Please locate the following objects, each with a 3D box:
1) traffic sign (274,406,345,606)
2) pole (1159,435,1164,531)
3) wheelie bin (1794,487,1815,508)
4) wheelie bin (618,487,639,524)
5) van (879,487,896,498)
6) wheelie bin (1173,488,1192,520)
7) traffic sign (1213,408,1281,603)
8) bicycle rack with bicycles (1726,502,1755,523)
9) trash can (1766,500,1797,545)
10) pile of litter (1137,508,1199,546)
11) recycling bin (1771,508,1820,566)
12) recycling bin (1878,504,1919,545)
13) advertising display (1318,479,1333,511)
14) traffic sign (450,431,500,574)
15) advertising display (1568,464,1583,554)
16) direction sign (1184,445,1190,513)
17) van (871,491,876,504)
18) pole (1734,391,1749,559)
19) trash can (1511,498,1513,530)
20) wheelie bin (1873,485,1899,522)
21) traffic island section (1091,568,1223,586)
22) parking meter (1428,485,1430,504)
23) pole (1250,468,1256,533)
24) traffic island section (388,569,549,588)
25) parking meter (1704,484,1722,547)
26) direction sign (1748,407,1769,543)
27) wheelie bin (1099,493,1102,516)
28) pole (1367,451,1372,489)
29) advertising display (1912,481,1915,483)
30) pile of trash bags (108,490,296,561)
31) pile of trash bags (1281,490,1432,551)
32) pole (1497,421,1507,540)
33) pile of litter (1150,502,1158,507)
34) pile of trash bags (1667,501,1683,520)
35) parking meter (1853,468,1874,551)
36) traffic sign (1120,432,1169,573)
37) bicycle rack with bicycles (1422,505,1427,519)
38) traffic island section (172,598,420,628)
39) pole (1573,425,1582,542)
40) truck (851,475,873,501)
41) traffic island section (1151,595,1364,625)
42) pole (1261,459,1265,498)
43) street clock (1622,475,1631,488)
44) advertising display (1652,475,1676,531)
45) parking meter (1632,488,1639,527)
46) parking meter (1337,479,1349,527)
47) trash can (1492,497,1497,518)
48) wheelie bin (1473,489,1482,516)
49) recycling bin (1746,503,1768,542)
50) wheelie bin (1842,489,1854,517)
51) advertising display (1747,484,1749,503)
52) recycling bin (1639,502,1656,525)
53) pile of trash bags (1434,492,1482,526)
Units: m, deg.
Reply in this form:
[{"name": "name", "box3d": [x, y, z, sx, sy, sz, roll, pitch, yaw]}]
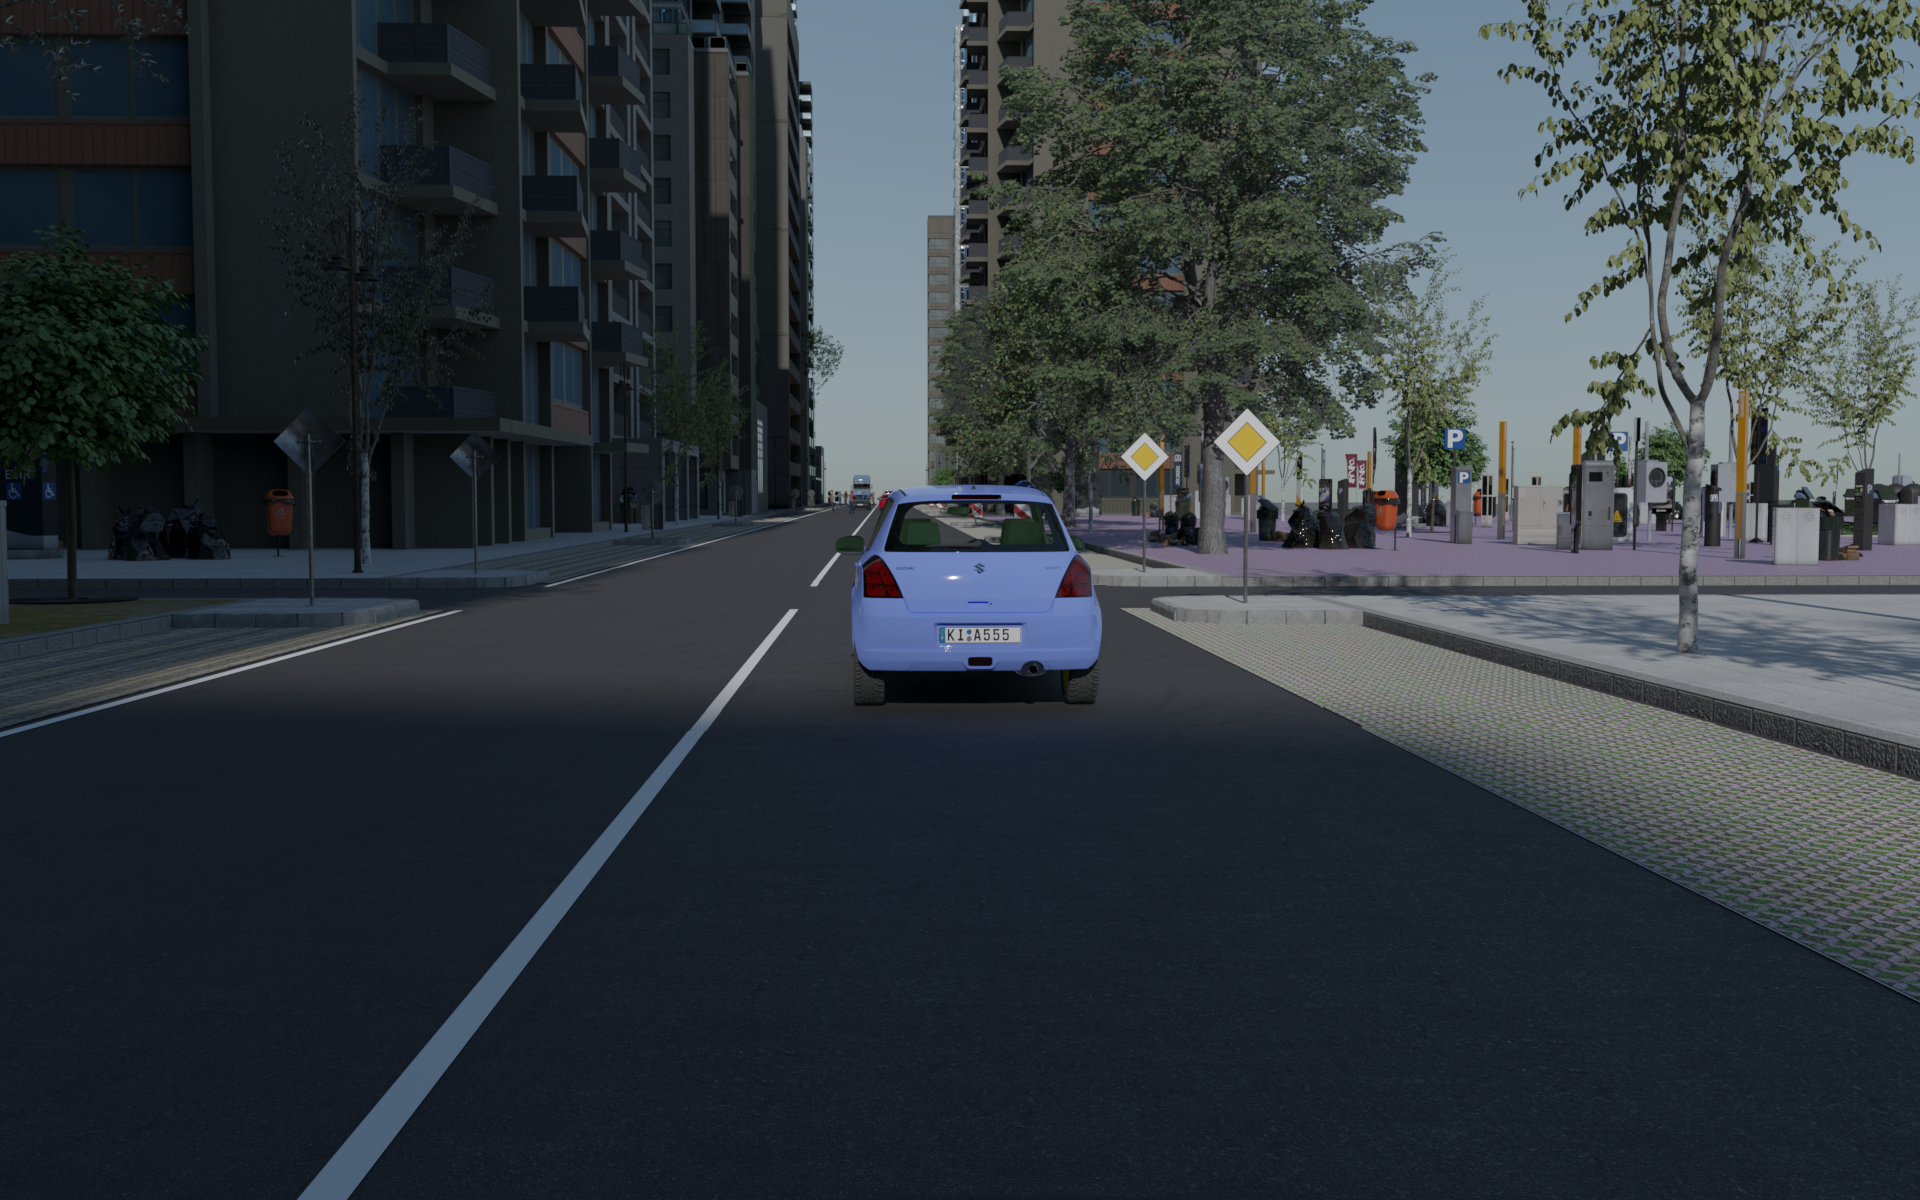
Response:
[{"name": "traffic sign", "box3d": [-7.441, -0.990, 19.831, 0.795, 2.450, 0.064, 0, 4, -2]}, {"name": "pole", "box3d": [6.927, -4.017, 59.528, 0.158, 3.312, 0.155, 0, 3, 0]}, {"name": "wheelie bin", "box3d": [35.828, -4.015, 73.550, 0.693, 1.594, 0.980, 3, 5, 44]}, {"name": "wheelie bin", "box3d": [-14.307, -4.101, 74.965, 0.693, 1.594, 0.980, 2, 4, 24]}, {"name": "van", "box3d": [-6.143, -8.936, 153.116, 2.013, 2.044, 4.112, 0, 4, -3]}, {"name": "wheelie bin", "box3d": [11.018, -4.741, 85.420, 0.980, 1.594, 0.693, -1, 4, -17]}, {"name": "traffic sign", "box3d": [3.345, -1.017, 20.269, 0.795, 2.450, 0.064, 0, 4, -2]}, {"name": "bicycle rack with bicycles", "box3d": [34.620, -3.927, 77.582, 2.925, 0.926, 2.852, -2, 4, -24]}, {"name": "trash can", "box3d": [20.699, -1.959, 43.687, 0.748, 1.137, 0.748, 0, 3, 0]}, {"name": "pile of litter", "box3d": [5.486, -1.800, 43.391, 1.719, 0.858, 1.176, -2, 4, -35]}, {"name": "recycling bin", "box3d": [15.146, -1.153, 31.403, 0.722, 1.027, 0.722, 1, 4, 22]}, {"name": "recycling bin", "box3d": [23.641, -1.897, 43.562, 0.722, 1.027, 0.722, 0, 4, -7]}, {"name": "advertising display", "box3d": [15.389, -4.143, 72.945, 0.123, 1.923, 0.974, -1, 4, -17]}, {"name": "traffic sign", "box3d": [-7.781, -1.478, 27.809, 0.795, 2.450, 0.064, 0, 4, -2]}, {"name": "advertising display", "box3d": [13.407, -1.988, 37.711, 0.123, 1.923, 0.974, 1, 4, 12]}, {"name": "direction sign", "box3d": [10.488, -5.388, 80.090, 0.379, 3.537, 0.876, 0, 4, -8]}, {"name": "van", "box3d": [-13.583, -15.417, 259.073, 2.013, 2.044, 4.112, 0, 4, -4]}, {"name": "pole", "box3d": [15.468, -2.472, 34.268, 0.158, 3.312, 0.155, 0, 3, 0]}, {"name": "trash can", "box3d": [18.985, -2.867, 58.521, 0.748, 1.137, 0.748, 0, 3, 0]}, {"name": "wheelie bin", "box3d": [32.698, -3.270, 61.373, 0.980, 1.594, 0.693, -1, 4, -8]}, {"name": "traffic island section", "box3d": [3.028, -0.370, 28.325, 2.009, 0.180, 2.903, 0, 4, -2]}, {"name": "parking meter", "box3d": [27.017, -5.710, 99.072, 0.399, 1.863, 0.255, -1, 4, -16]}, {"name": "pole", "box3d": [9.722, -3.888, 57.407, 0.158, 3.312, 0.155, 0, 3, 0]}, {"name": "traffic island section", "box3d": [-7.804, -0.342, 27.870, 2.009, 0.180, 2.903, 0, 4, -2]}, {"name": "parking meter", "box3d": [18.412, -2.076, 42.347, 0.372, 1.533, 0.369, 0, 3, 0]}, {"name": "direction sign", "box3d": [21.086, -3.288, 45.760, 0.379, 3.537, 0.876, 0, 4, -2]}, {"name": "wheelie bin", "box3d": [8.168, -5.856, 103.660, 0.693, 1.594, 0.980, 0, 4, 2]}, {"name": "pole", "box3d": [19.530, -5.433, 82.676, 0.158, 3.312, 0.155, 0, 3, 0]}, {"name": "advertising display", "box3d": [46.583, -4.912, 85.527, 0.123, 1.923, 0.974, -3, 5, -43]}, {"name": "pile of trash bags", "box3d": [-15.032, -1.510, 34.443, 3.447, 1.369, 1.912, -2, 4, -30]}, {"name": "pile of trash bags", "box3d": [9.105, -1.886, 40.596, 1.912, 1.369, 3.447, -2, 4, -25]}, {"name": "pole", "box3d": [15.242, -3.355, 48.690, 0.158, 3.312, 0.155, 0, 3, 0]}, {"name": "pile of litter", "box3d": [10.395, -4.906, 94.181, 1.719, 0.858, 1.176, 0, 4, -3]}, {"name": "pile of trash bags", "box3d": [35.652, -4.645, 85.692, 3.447, 1.369, 1.912, -1, 4, -14]}, {"name": "parking meter", "box3d": [20.534, -2.058, 39.365, 0.399, 1.863, 0.255, -2, 4, -29]}, {"name": "traffic sign", "box3d": [3.004, -1.505, 28.247, 0.795, 2.450, 0.064, 0, 4, -2]}, {"name": "bicycle rack with bicycles", "box3d": [21.498, -4.235, 82.618, 2.852, 0.926, 2.925, -3, 5, -41]}, {"name": "traffic island section", "box3d": [-7.464, 0.146, 19.892, 2.009, 0.180, 2.903, 0, 4, -2]}, {"name": "pole", "box3d": [15.509, -3.041, 43.570, 0.158, 3.312, 0.155, 0, 3, 0]}, {"name": "truck", "box3d": [-14.049, -15.734, 247.009, 2.967, 4.110, 18.799, 0, 4, -4]}, {"name": "traffic island section", "box3d": [3.368, 0.118, 20.347, 2.009, 0.180, 2.903, 0, 4, -2]}, {"name": "pole", "box3d": [17.143, -6.363, 97.884, 0.158, 3.312, 0.155, 0, 3, 0]}, {"name": "street clock", "box3d": [25.208, -3.729, 65.537, 0.358, 2.002, 0.471, 0, 4, 7]}, {"name": "advertising display", "box3d": [24.215, -3.336, 59.762, 0.123, 1.923, 0.974, -2, 4, -33]}, {"name": "parking meter", "box3d": [26.315, -3.621, 67.606, 0.372, 1.533, 0.369, 0, 3, 0]}, {"name": "parking meter", "box3d": [14.540, -3.675, 65.790, 0.255, 1.863, 0.399, -2, 4, -33]}, {"name": "trash can", "box3d": [28.693, -5.020, 93.738, 0.748, 1.137, 0.748, 0, 3, 0]}, {"name": "wheelie bin", "box3d": [30.043, -5.616, 99.722, 0.980, 1.594, 0.693, -2, 4, -30]}, {"name": "recycling bin", "box3d": [21.621, -2.114, 47.115, 0.722, 1.027, 0.722, 3, 5, 41]}, {"name": "wheelie bin", "box3d": [50.682, -5.539, 98.476, 0.693, 1.594, 0.980, -3, 5, -43]}, {"name": "advertising display", "box3d": [48.419, -6.137, 105.551, 0.974, 1.923, 0.123, 2, 4, 31]}, {"name": "recycling bin", "box3d": [28.696, -3.634, 71.978, 0.722, 1.027, 0.722, 2, 4, 33]}, {"name": "pile of trash bags", "box3d": [19.869, -3.695, 70.158, 3.447, 1.369, 1.912, -1, 4, -20]}]
